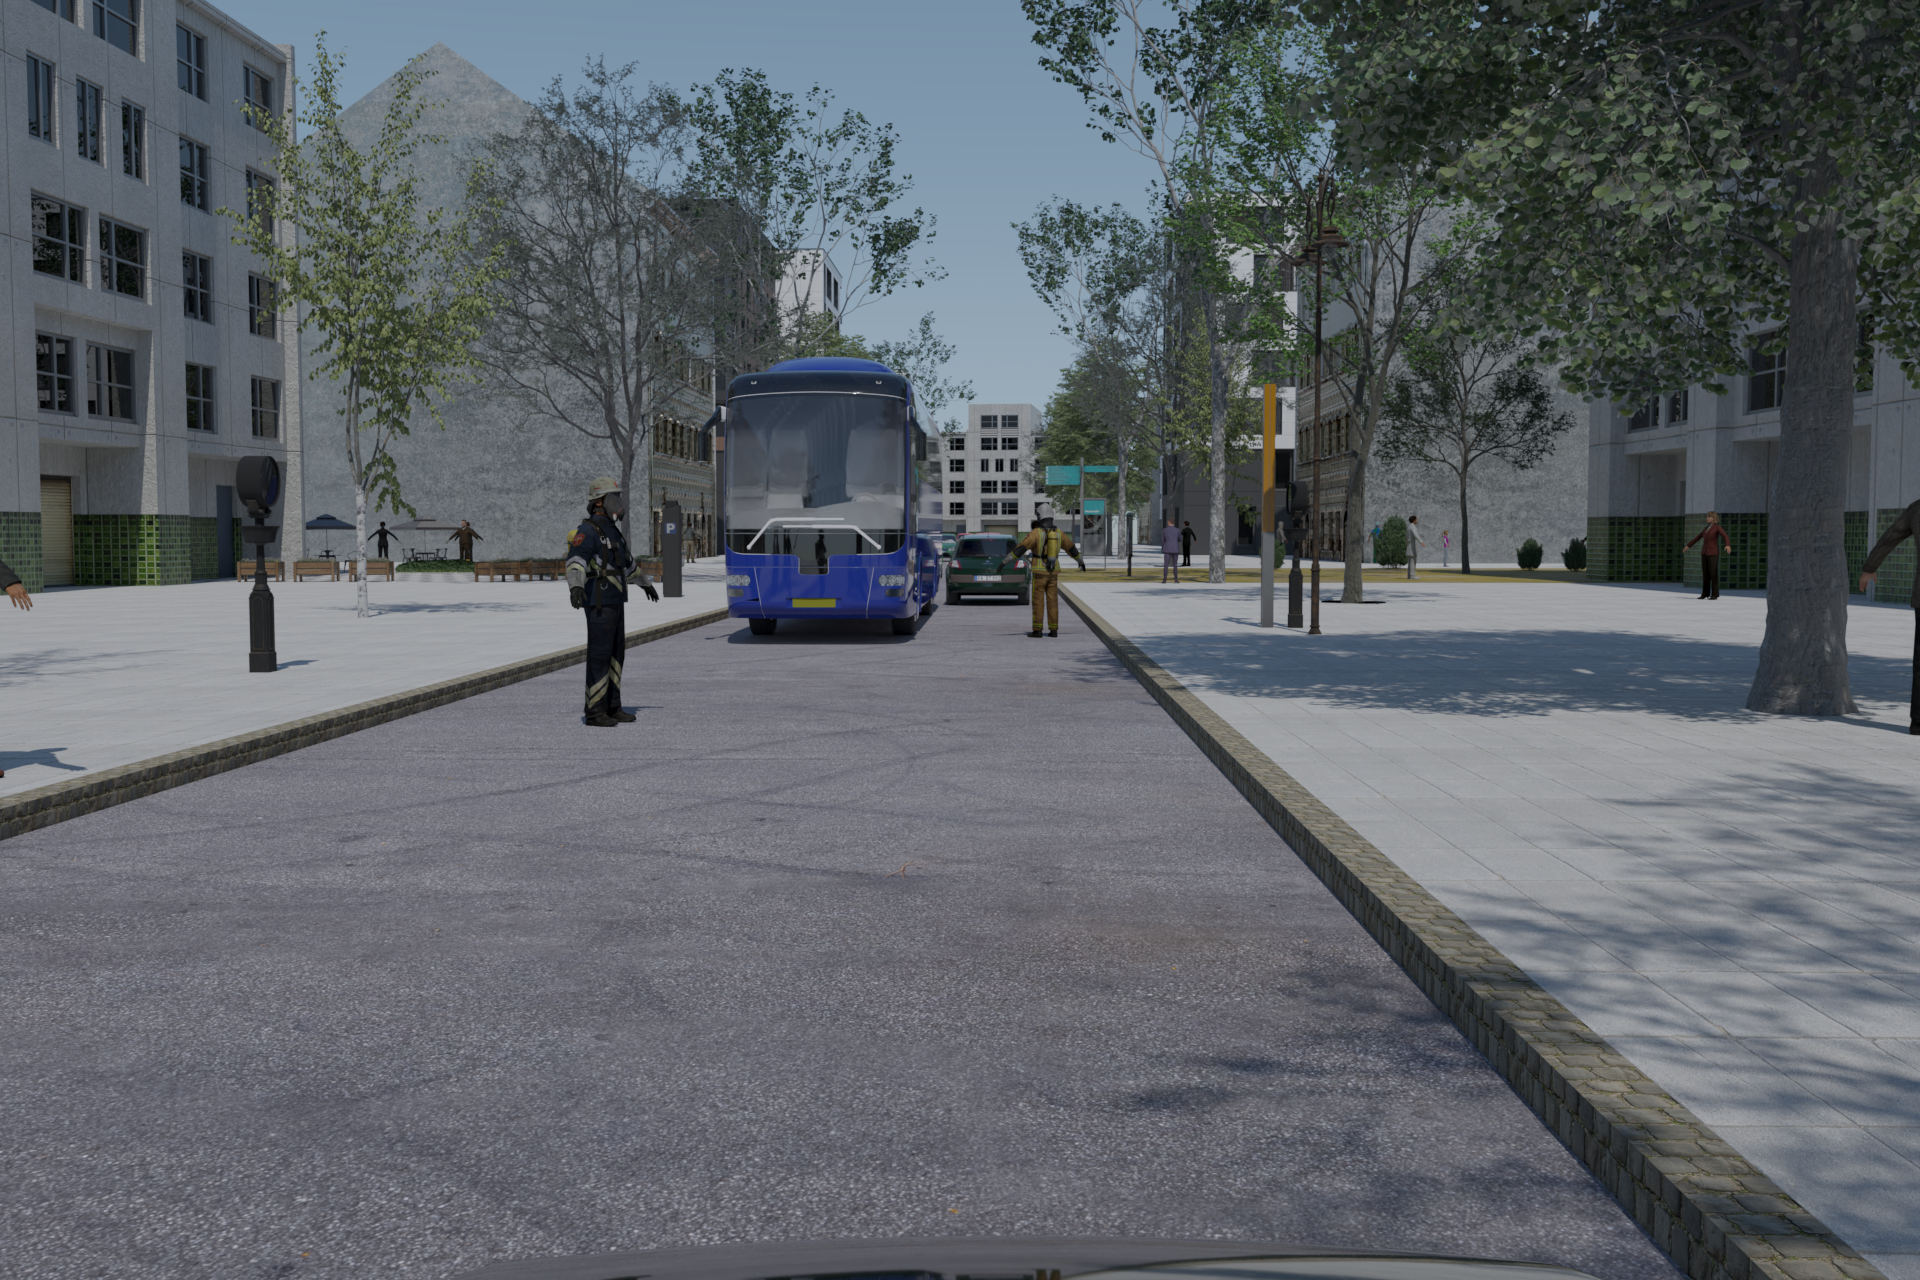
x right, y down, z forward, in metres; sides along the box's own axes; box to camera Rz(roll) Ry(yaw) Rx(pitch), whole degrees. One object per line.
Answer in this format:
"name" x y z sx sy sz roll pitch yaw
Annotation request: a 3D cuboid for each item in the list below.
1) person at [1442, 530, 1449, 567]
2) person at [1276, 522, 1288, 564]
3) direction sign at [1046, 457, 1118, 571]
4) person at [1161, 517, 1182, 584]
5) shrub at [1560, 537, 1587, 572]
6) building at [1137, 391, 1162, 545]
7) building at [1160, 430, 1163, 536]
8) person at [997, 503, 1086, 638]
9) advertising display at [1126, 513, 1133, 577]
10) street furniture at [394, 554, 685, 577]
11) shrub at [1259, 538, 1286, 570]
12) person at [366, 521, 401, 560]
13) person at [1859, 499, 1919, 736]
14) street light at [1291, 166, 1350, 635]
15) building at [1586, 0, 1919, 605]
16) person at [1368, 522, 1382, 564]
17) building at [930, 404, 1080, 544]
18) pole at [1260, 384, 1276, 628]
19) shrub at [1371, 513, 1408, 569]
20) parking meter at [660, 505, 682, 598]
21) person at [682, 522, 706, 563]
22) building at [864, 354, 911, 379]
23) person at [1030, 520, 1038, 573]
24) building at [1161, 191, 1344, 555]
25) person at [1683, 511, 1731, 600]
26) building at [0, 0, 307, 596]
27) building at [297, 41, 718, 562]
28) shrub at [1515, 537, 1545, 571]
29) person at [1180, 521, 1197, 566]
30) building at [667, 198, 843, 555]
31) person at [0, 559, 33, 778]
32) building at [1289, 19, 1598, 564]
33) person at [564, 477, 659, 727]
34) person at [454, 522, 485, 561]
"person" 19.087 -3.581 67.809 0.599 1.433 0.991 1 4 18
"person" 13.809 -4.180 74.477 0.705 1.813 1.348 0 4 -4
"direction sign" 4.227 -4.350 59.879 2.525 3.948 1.411 0 4 2
"person" 5.478 -2.318 44.866 0.541 1.710 0.530 1 4 13
"shrub" 21.101 -2.948 59.319 1.383 1.207 1.383 0 3 0
"building" 30.995 -22.823 204.078 19.493 23.208 18.063 0 4 1
"building" 27.367 -20.513 191.808 16.016 20.090 11.380 0 4 1
"person" 1.167 -0.964 23.995 1.354 1.858 0.705 -1 4 -23
"advertising display" 5.140 -2.896 52.561 0.123 1.923 0.974 0 4 0
"street furniture" -13.381 -2.446 55.617 10.072 0.657 5.734 3 5 42
"shrub" 11.031 -3.060 61.142 1.383 1.207 1.383 0 3 0
"person" -20.773 -3.403 62.361 1.216 1.740 0.721 -1 4 -18
"person" 6.245 -0.291 10.938 0.705 1.807 1.348 -2 4 -26
"street light" 4.544 -3.010 22.007 0.468 5.910 1.993 0 4 1
"building" 25.584 -10.119 31.909 16.747 18.905 31.486 0 4 1
"person" 17.924 -4.168 74.281 0.704 1.817 1.347 -2 4 -30
"building" 2.266 -22.834 242.242 31.486 18.905 16.747 0 4 8
"pole" 4.212 -1.825 23.674 0.158 3.312 0.155 0 3 0
"shrub" 16.119 -3.685 64.295 1.661 2.075 1.752 0 3 0
"parking meter" -5.843 -1.794 35.041 0.399 1.863 0.255 0 4 1
"person" -11.901 -4.297 76.528 1.348 1.796 0.705 1 4 16
"building" -20.607 -22.524 212.235 27.936 21.610 32.646 0 4 1
"person" 2.224 -2.514 49.710 0.704 1.843 1.345 1 4 22
"building" 27.713 -16.859 119.624 27.936 21.610 32.646 0 4 1
"person" 14.560 -1.647 33.739 0.721 1.729 1.215 -1 4 -18
"building" -28.284 -10.344 35.575 16.747 18.905 31.486 0 4 2
"building" -23.023 -15.654 86.876 19.493 23.208 18.063 0 4 1
"shrub" 20.060 -3.048 60.950 1.383 1.207 1.383 0 3 0
"person" 8.953 -3.820 68.637 1.347 1.806 0.705 -3 5 -40
"building" -23.743 -17.023 122.298 27.936 21.610 32.646 0 4 2
"person" -5.265 -0.183 9.055 1.348 1.821 0.705 3 4 38
"building" 27.007 -15.445 83.457 19.493 23.208 18.063 0 4 2
"person" -2.643 -0.292 13.009 0.705 1.856 1.354 1 4 14
"person" -21.082 -4.164 74.313 1.346 1.802 0.704 0 4 1
